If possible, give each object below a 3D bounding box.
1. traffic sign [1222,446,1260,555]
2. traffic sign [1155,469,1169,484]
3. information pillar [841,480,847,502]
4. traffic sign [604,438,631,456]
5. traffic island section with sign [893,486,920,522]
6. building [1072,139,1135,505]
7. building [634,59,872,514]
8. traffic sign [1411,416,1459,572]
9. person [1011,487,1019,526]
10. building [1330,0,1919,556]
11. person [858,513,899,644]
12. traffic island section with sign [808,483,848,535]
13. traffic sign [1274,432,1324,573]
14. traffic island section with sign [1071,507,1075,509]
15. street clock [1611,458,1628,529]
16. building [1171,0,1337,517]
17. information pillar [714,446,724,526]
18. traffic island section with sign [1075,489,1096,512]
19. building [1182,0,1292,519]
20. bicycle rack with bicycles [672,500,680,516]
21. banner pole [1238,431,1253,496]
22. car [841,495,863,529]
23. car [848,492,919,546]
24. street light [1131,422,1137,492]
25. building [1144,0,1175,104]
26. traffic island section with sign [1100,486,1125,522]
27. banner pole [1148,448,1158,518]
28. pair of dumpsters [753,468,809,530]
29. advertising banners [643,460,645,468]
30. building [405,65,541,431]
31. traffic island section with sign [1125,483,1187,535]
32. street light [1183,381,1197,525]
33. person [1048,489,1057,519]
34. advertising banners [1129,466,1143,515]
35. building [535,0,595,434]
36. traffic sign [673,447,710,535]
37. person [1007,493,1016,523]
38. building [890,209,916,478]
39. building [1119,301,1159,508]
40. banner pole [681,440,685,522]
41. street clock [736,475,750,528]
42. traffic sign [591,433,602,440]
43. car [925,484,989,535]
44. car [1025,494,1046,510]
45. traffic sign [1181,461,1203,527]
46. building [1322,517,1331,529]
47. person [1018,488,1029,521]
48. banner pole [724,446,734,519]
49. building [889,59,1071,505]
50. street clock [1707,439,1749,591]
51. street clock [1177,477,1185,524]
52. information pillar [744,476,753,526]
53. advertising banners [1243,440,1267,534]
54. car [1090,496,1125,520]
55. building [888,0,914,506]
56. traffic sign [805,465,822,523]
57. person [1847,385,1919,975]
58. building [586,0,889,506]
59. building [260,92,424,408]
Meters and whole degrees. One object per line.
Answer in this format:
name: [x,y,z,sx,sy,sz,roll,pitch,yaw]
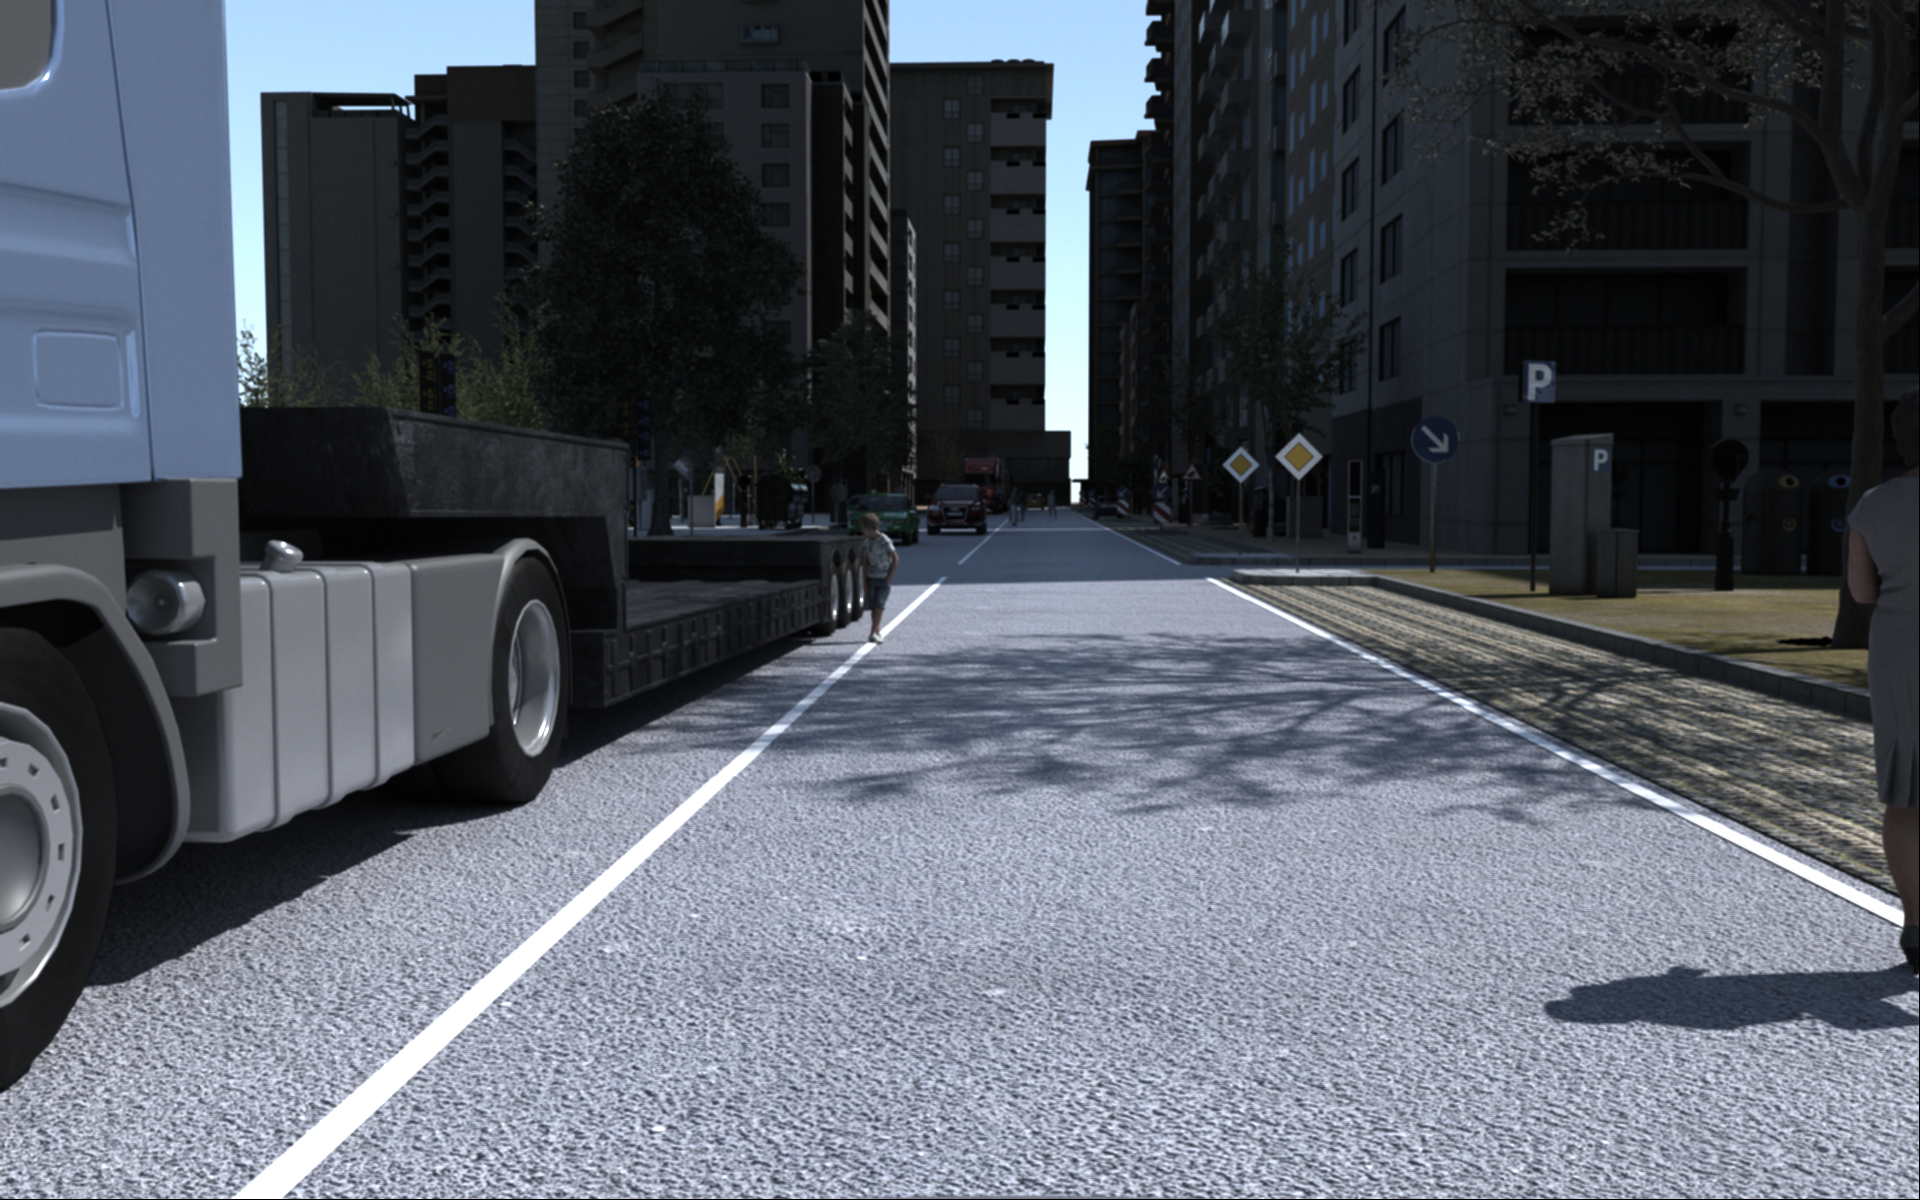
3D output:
traffic sign: [5.851,-1.988,36.144,0.795,2.450,0.064,0,4,3]
traffic sign: [10.380,-5.398,88.257,0.884,2.594,0.081,0,4,6]
information pillar: [-5.945,-5.150,88.702,0.304,2.012,0.304,0,4,-4]
traffic sign: [-7.818,-2.385,39.109,0.768,2.556,0.104,0,4,3]
traffic island section with sign: [-3.065,-4.923,89.114,1.989,1.847,2.006,0,4,3]
building: [28.005,-33.807,207.363,28.867,44.769,22.147,0,4,3]
building: [-13.754,-21.250,119.131,14.160,30.474,14.107,0,4,3]
traffic sign: [7.754,-1.727,28.341,0.768,2.556,0.104,0,4,5]
person: [2.476,-4.188,77.522,0.362,1.759,0.519,1,4,12]
building: [21.803,-37.034,43.758,20.611,71.187,20.563,0,4,3]
person: [-0.791,-0.214,16.688,0.352,1.250,0.332,-2,4,-29]
traffic island section with sign: [-4.283,-3.234,61.510,1.989,1.847,2.006,0,4,3]
traffic sign: [5.499,-1.500,28.166,0.795,2.450,0.064,0,4,3]
traffic island section with sign: [11.582,-9.585,165.348,1.989,1.847,2.006,0,4,3]
street clock: [13.381,-1.875,35.234,0.358,2.002,0.471,0,4,0]
building: [22.062,-28.641,118.390,14.600,45.320,14.200,0,4,3]
information pillar: [-9.664,-4.773,69.386,0.183,3.616,0.504,2,4,35]
traffic island section with sign: [10.396,-7.931,138.293,1.989,1.847,2.006,0,4,3]
building: [24.923,-29.052,94.601,23.786,49.044,30.456,0,4,3]
bicycle rack with bicycles: [-15.894,-5.377,101.292,2.925,0.926,2.852,-2,4,-34]
banner pole: [11.380,-4.823,68.876,0.863,3.779,0.401,-1,4,-22]
car: [-3.985,-3.756,73.410,2.014,1.417,4.499,0,4,3]
car: [-2.169,-2.494,49.575,1.959,1.807,4.718,0,4,2]
street light: [11.138,-8.430,110.615,0.468,5.910,1.993,0,4,3]
building: [26.257,-29.675,139.813,22.147,44.769,28.867,0,4,3]
traffic island section with sign: [8.218,-4.914,88.971,1.989,1.847,2.006,0,4,3]
banner pole: [10.518,-6.344,93.738,0.401,3.779,0.863,-2,4,-24]
pair of dumpsters: [-6.591,-3.740,63.641,1.574,2.255,4.437,0,4,2]
advertising banners: [-14.334,-5.142,80.262,0.090,3.025,2.074,1,4,19]
building: [-47.492,-32.337,178.823,14.200,45.320,14.600,0,4,3]
traffic island section with sign: [6.999,-3.228,61.403,1.989,1.847,2.006,0,4,3]
street light: [9.353,-5.988,70.685,0.468,5.910,1.993,0,4,3]
person: [5.228,-5.442,98.486,0.512,1.701,0.522,-2,4,-26]
advertising banners: [10.871,-6.802,107.405,0.090,3.025,2.074,2,4,30]
building: [-29.418,-44.979,173.652,20.611,71.187,20.563,0,4,3]
traffic sign: [-5.681,-2.020,36.671,0.795,2.450,0.064,0,4,3]
person: [2.593,-4.586,86.073,0.503,1.515,0.523,0,4,-7]
building: [-11.682,-24.835,177.748,14.107,30.474,14.160,0,4,3]
building: [30.155,-19.827,169.209,27.650,21.520,28.899,0,4,3]
banner pole: [-12.594,-5.437,78.914,0.401,3.779,0.863,0,4,3]
street clock: [-8.267,-3.764,66.112,0.471,2.002,0.358,-2,4,-33]
traffic sign: [-6.033,-1.532,28.694,0.795,2.450,0.064,0,4,3]
car: [-0.075,-3.286,62.401,2.281,1.827,5.304,0,4,2]
car: [6.613,-8.783,153.820,2.015,1.641,3.980,0,4,2]
traffic sign: [9.019,-4.123,67.411,0.884,2.594,0.081,0,4,8]
building: [20.202,-25.352,64.622,14.600,45.320,14.200,0,4,3]
person: [3.305,-5.074,91.804,0.721,1.781,0.623,3,4,36]
banner pole: [-12.144,-6.112,89.944,0.863,3.779,0.401,-3,4,-38]
building: [-0.330,-38.081,211.866,27.495,52.752,28.713,0,4,3]
street clock: [10.165,-1.126,22.979,0.471,2.002,0.358,0,4,8]
street clock: [9.549,-4.298,74.834,0.358,2.002,0.471,0,4,3]
information pillar: [-8.555,-3.991,69.743,0.304,2.012,0.304,1,4,22]
advertising banners: [9.485,-3.650,55.870,0.090,3.025,2.074,-1,4,-11]
car: [8.385,-5.236,98.194,1.945,1.354,3.894,0,4,2]
building: [-14.754,-43.981,157.348,20.563,71.187,20.611,0,4,3]
traffic sign: [-6.452,-4.645,76.055,0.768,2.556,0.104,0,4,7]
person: [3.060,0.225,5.175,0.532,1.782,0.716,-3,5,-45]
building: [-17.158,-31.368,136.567,21.300,48.544,21.600,0,4,3]
building: [-62.224,-30.327,179.438,14.086,41.232,14.154,0,4,3]
